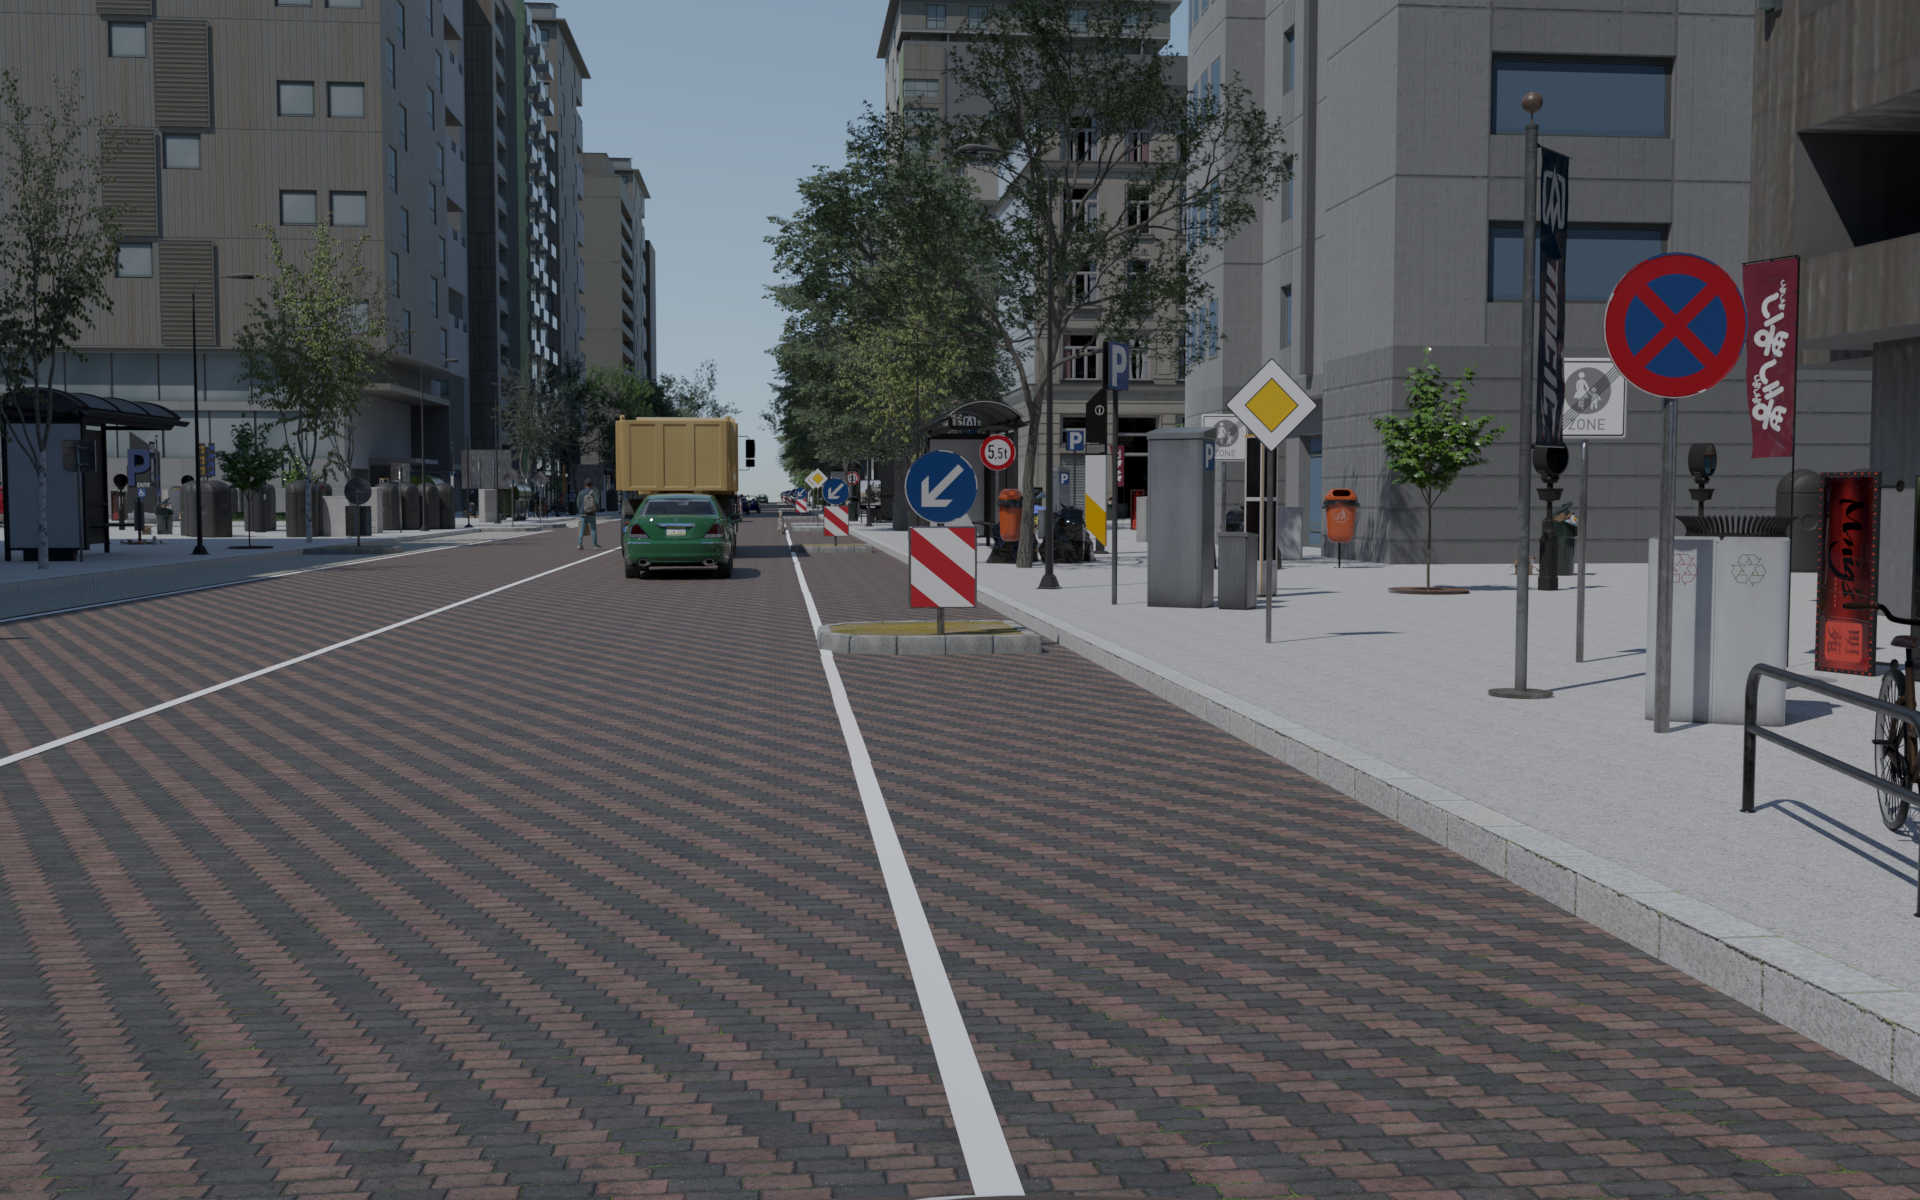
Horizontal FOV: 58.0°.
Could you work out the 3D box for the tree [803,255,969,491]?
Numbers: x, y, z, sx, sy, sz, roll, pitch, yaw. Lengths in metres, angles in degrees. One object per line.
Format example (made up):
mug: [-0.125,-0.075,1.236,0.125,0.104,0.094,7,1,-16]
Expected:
tree: [-1.519,-6.235,52.311,4.737,8.622,4.395,0,3,0]

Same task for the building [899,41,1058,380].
building: [1.270,-29.193,160.899,14.154,41.232,14.086,0,4,-6]

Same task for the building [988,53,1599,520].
building: [17.026,-15.895,93.161,30.059,22.955,16.112,0,4,-6]

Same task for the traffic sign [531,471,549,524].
traffic sign: [-18.037,-4.331,74.449,0.795,2.450,0.064,0,4,-6]

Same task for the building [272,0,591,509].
building: [-56.112,-36.786,190.682,28.713,52.752,27.495,0,4,-6]

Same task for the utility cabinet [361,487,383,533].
utility cabinet: [-19.575,-2.950,56.915,1.173,1.500,0.318,1,4,16]

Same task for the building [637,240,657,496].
building: [-59.016,-39.405,294.382,14.600,45.320,14.200,0,4,-6]

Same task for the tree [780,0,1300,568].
tree: [1.165,-5.815,29.487,8.767,10.594,7.601,-1,4,-11]

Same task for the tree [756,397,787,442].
tree: [-25.559,-25.373,270.742,12.611,20.169,13.585,0,3,0]

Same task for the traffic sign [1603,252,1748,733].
traffic sign: [3.776,-0.559,9.243,0.768,2.556,0.104,0,4,-1]

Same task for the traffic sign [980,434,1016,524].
traffic sign: [0.804,-2.258,37.022,0.768,2.556,0.104,0,4,1]

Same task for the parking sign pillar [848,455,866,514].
parking sign pillar: [-6.672,-7.475,110.687,1.447,3.967,1.447,3,5,44]

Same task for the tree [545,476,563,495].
tree: [-34.190,-9.334,147.218,1.663,3.219,1.824,0,3,0]

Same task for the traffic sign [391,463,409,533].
traffic sign: [-18.544,-3.380,57.388,0.606,2.300,0.079,0,4,-2]

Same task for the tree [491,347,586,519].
tree: [-21.930,-8.416,87.970,4.360,8.622,3.978,0,3,0]

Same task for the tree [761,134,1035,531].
tree: [-2.150,-9.389,60.163,9.857,13.997,8.962,0,3,0]

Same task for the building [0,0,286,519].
building: [-43.801,-31.130,98.215,28.713,52.752,27.495,0,4,-6]

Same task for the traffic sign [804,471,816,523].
traffic sign: [-6.407,-4.405,75.671,0.795,2.450,0.064,0,4,-6]

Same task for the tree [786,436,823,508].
tree: [-12.802,-14.595,164.380,9.928,11.665,9.643,0,3,0]

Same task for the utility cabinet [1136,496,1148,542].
utility cabinet: [4.894,-2.160,46.470,0.306,1.237,1.020,1,4,9]

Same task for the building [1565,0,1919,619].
building: [15.270,-14.894,15.225,14.160,30.474,14.107,0,4,-6]

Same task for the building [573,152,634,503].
building: [-58.315,-38.182,247.984,21.300,48.544,21.600,0,4,-6]

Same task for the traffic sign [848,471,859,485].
traffic sign: [-6.038,-5.947,97.346,0.768,2.556,0.104,0,4,2]

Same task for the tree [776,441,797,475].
tree: [-27.016,-23.441,293.636,12.009,13.543,11.850,0,3,0]

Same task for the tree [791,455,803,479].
tree: [-18.104,-15.946,211.082,4.737,8.622,4.395,0,3,0]

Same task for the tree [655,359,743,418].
tree: [-36.836,-23.601,241.766,12.611,20.169,13.585,0,3,0]

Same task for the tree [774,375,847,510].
tree: [-10.795,-13.355,136.474,7.486,12.596,7.792,0,3,0]

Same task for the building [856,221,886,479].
building: [-8.465,-35.139,258.120,14.154,41.232,14.086,0,4,-6]

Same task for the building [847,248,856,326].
building: [-7.903,-41.352,295.709,23.786,49.044,30.456,0,4,-6]

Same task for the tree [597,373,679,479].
tree: [-29.967,-15.137,164.497,9.611,12.733,9.660,0,3,0]

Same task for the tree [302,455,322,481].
tree: [-28.679,-4.913,74.932,1.663,3.219,1.824,0,3,0]

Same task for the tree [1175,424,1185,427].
tree: [9.360,-4.864,63.238,4.285,4.588,4.351,0,3,0]

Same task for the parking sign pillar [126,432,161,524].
parking sign pillar: [-35.275,-5.283,74.845,1.447,3.967,1.447,0,4,6]

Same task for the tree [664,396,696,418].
tree: [-32.550,-16.468,187.372,7.486,12.596,7.792,0,3,0]

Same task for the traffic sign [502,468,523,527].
traffic sign: [-17.185,-3.845,66.510,0.795,2.450,0.064,0,4,-6]

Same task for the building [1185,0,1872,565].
building: [16.763,-30.749,44.753,21.231,58.520,28.212,0,4,-6]

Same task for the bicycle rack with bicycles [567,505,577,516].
bicycle rack with bicycles: [-24.197,-5.413,101.880,2.925,0.926,2.852,-1,4,-16]

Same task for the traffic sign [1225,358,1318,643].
traffic sign: [2.652,-0.835,14.831,0.795,2.450,0.064,0,4,-4]

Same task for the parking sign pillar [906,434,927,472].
parking sign pillar: [-1.583,-4.801,66.965,1.447,3.967,1.447,1,4,15]

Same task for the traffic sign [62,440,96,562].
traffic sign: [-16.611,-1.869,32.683,0.606,2.300,0.079,0,4,-3]

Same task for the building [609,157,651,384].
building: [-63.774,-41.803,272.720,28.713,52.752,27.495,0,4,-6]

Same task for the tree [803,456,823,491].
tree: [-11.512,-11.897,144.870,4.360,8.622,3.978,0,3,0]

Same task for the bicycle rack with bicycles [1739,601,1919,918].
bicycle rack with bicycles: [4.081,0.445,6.107,2.852,0.926,2.925,1,4,9]

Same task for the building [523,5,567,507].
building: [-50.078,-33.162,161.803,23.786,49.044,30.456,0,4,-6]

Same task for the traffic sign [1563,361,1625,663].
traffic sign: [4.718,-0.672,13.119,0.606,2.300,0.079,0,4,-2]

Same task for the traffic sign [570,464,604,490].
traffic sign: [-25.477,-7.616,118.387,2.265,3.308,0.079,0,4,-1]

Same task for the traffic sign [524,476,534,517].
traffic sign: [-23.766,-5.705,95.405,0.606,2.300,0.079,0,4,1]

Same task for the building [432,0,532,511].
building: [-41.020,-27.419,131.895,14.154,41.232,14.086,0,4,-6]

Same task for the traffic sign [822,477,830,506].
traffic sign: [-9.695,-7.686,125.776,0.768,2.556,0.104,0,4,-6]

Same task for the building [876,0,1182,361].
building: [6.410,-36.252,181.966,28.713,52.752,27.495,0,4,-6]

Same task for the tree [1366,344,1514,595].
tree: [6.034,-1.710,22.560,1.663,3.219,1.824,0,3,0]

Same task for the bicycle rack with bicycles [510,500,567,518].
bicycle rack with bicycles: [-22.871,-4.816,92.131,2.852,0.926,2.925,0,4,3]

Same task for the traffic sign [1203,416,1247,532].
traffic sign: [3.395,-1.234,22.298,0.606,2.300,0.079,0,4,-6]

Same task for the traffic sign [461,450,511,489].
traffic sign: [-21.767,-5.245,79.626,2.265,3.308,0.079,0,4,-2]

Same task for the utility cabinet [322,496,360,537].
utility cabinet: [-18.547,-2.486,51.810,1.020,1.237,0.306,1,4,20]

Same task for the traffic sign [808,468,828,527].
traffic sign: [-5.555,-3.920,67.732,0.795,2.450,0.064,0,4,-6]

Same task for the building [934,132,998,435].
building: [5.492,-20.385,120.682,14.401,28.519,23.554,0,4,-6]

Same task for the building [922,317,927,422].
building: [2.072,-16.971,142.107,10.561,19.102,19.286,0,4,-6]

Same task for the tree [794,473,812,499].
tree: [-21.024,-15.525,237.554,4.285,4.588,4.351,0,3,0]
